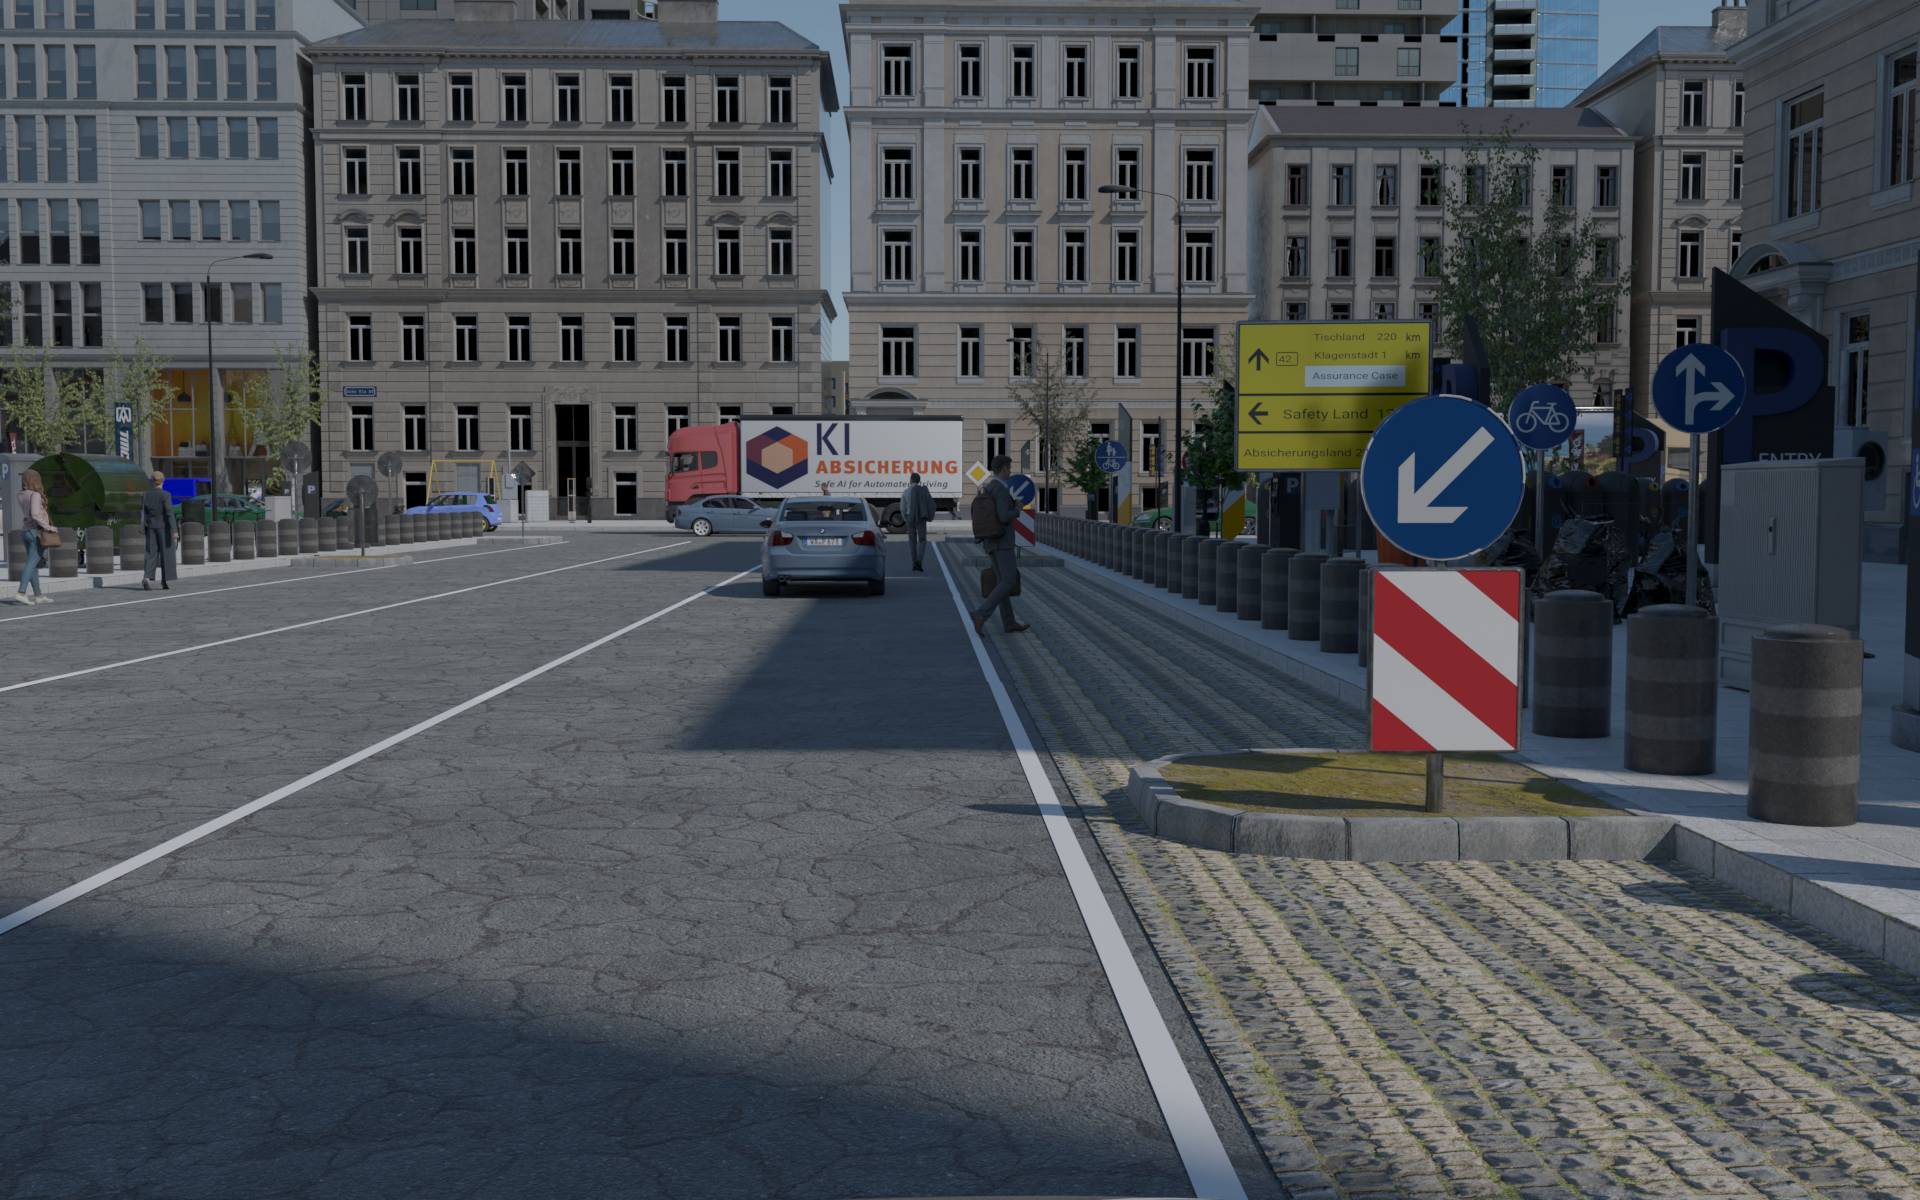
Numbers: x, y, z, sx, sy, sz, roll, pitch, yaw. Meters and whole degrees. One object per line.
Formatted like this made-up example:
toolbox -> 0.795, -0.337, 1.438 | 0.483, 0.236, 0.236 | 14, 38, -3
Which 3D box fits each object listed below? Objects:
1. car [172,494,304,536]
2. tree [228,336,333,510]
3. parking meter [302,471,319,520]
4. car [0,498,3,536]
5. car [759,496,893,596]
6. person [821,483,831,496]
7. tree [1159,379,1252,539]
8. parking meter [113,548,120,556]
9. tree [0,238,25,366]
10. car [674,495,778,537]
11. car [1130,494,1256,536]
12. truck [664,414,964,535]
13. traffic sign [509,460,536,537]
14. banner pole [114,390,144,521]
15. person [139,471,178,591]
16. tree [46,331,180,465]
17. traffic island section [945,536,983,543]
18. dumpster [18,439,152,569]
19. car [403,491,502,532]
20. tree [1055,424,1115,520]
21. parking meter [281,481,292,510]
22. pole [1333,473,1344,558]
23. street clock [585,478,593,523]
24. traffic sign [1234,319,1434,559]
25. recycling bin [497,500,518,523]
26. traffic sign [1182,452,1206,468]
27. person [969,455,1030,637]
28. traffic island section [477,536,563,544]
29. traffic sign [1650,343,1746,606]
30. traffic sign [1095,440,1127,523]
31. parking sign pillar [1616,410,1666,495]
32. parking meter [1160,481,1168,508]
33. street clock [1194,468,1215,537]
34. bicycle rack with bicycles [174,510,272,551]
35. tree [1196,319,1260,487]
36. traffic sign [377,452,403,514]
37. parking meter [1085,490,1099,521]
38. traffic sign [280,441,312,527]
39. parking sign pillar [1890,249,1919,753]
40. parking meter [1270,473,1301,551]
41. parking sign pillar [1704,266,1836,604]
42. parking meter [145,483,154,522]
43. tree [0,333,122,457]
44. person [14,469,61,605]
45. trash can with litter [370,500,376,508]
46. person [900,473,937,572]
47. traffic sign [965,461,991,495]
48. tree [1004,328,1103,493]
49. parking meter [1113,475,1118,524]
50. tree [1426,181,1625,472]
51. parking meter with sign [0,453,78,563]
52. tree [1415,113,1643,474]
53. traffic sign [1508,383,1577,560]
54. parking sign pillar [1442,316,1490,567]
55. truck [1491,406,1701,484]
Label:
car -> -23.903, -2.783, 57.304 | 4.920, 1.459, 2.131 | 0, 4, -3
tree -> -31.239, -7.948, 80.320 | 4.737, 8.622, 4.395 | 0, 3, 0
parking meter -> -16.595, -2.358, 44.260 | 0.399, 1.863, 0.255 | -2, 4, -26
car -> -29.694, -2.652, 55.727 | 4.827, 1.381, 2.083 | 0, 4, 0
car -> -1.998, -0.840, 25.742 | 2.014, 1.417, 4.499 | 0, 4, -3
person -> -4.588, -3.072, 58.849 | 0.434, 1.807, 0.598 | 1, 4, 16
tree -> 4.448, -2.105, 29.015 | 1.663, 3.219, 1.824 | 0, 3, 0
parking meter -> -17.482, -1.685, 35.968 | 0.372, 1.533, 0.369 | 0, 3, 0
tree -> -24.574, -5.568, 41.394 | 4.360, 8.622, 3.978 | 0, 3, 0
car -> -7.446, -2.870, 58.924 | 4.499, 1.417, 2.014 | 0, 4, -3
car -> 8.200, -2.845, 58.311 | 4.920, 1.459, 2.131 | 0, 4, -1
truck -> -5.545, -4.489, 62.301 | 11.283, 4.237, 2.839 | 0, 4, -3
traffic sign -> -12.952, -2.915, 51.299 | 0.795, 2.450, 0.064 | 0, 4, -2
banner pole -> -19.956, -3.162, 41.718 | 0.401, 3.779, 0.863 | 2, 4, 33
person -> -11.937, -1.033, 25.815 | 0.576, 1.772, 0.534 | -1, 4, -11
tree -> -37.273, -7.779, 77.545 | 4.737, 8.622, 4.395 | 0, 3, 0
traffic island section -> 0.561, -1.801, 51.728 | 2.009, 0.180, 2.903 | 0, 4, -2
dumpster -> -15.354, -1.710, 30.445 | 1.502, 2.255, 1.985 | 0, 4, -2
car -> -19.249, -3.419, 65.490 | 3.694, 1.707, 1.945 | 0, 4, -2
tree -> 3.454, -3.249, 47.724 | 1.663, 3.219, 1.824 | 0, 3, 0
parking meter -> -29.758, -4.330, 76.509 | 0.399, 1.863, 0.255 | -2, 4, -27
pole -> 7.410, -2.451, 33.914 | 0.158, 3.312, 0.155 | 0, 3, 0
street clock -> -16.328, -4.386, 76.279 | 0.358, 2.002, 0.471 | -1, 4, -13
traffic sign -> 4.357, -1.616, 20.293 | 2.265, 3.308, 0.079 | 0, 4, 6
recycling bin -> -20.061, -3.928, 76.773 | 0.722, 1.027, 0.722 | 1, 4, 10
traffic sign -> 6.422, -2.885, 47.274 | 0.768, 2.556, 0.104 | 0, 4, 0
person -> 0.377, -0.561, 17.640 | 0.822, 1.834, 0.622 | -2, 4, -31
traffic island section -> -12.975, -1.779, 51.360 | 2.009, 0.180, 2.903 | 0, 4, -2
traffic sign -> 6.234, -0.893, 14.715 | 0.768, 2.556, 0.104 | 0, 4, 8
traffic sign -> 3.581, -2.506, 41.074 | 0.768, 2.556, 0.104 | 0, 4, 7
parking sign pillar -> 19.971, -3.813, 50.821 | 1.447, 3.967, 1.447 | 3, 5, 41
parking meter -> 9.048, -4.362, 77.025 | 0.399, 1.863, 0.255 | 0, 4, -4
street clock -> 4.406, -1.625, 31.141 | 0.471, 2.002, 0.358 | 1, 4, 14
bicycle rack with bicycles -> -16.949, -1.581, 39.226 | 2.852, 0.926, 2.925 | -1, 4, -22
tree -> 12.235, -7.534, 73.544 | 4.737, 8.622, 4.395 | 0, 3, 0
traffic sign -> -17.200, -3.190, 52.267 | 0.768, 2.556, 0.104 | 0, 4, 2
parking meter -> 3.773, -2.516, 49.544 | 0.372, 1.533, 0.369 | 0, 3, 0
traffic sign -> -16.057, -2.556, 41.898 | 0.768, 2.556, 0.104 | 0, 3, 0
parking sign pillar -> 5.468, -1.227, 8.537 | 1.447, 3.967, 1.447 | 1, 4, 19
parking meter -> 4.333, -1.054, 22.939 | 0.399, 1.863, 0.255 | -1, 4, -13
parking sign pillar -> 9.549, -1.954, 20.417 | 1.447, 3.967, 1.447 | 1, 4, 9
parking meter -> -18.687, -1.940, 40.129 | 0.372, 1.533, 0.369 | 0, 3, 0
tree -> -42.482, -7.939, 80.169 | 4.737, 8.622, 4.395 | 0, 3, 0
person -> -12.096, -0.823, 22.550 | 0.593, 1.750, 0.643 | 2, 4, 32
trash can with litter -> -26.853, -4.171, 79.259 | 1.678, 1.210, 2.233 | -2, 4, -35
person -> -0.773, -1.444, 32.216 | 0.679, 1.850, 0.850 | 0, 4, 3
traffic sign -> 0.538, -2.936, 51.650 | 0.795, 2.450, 0.064 | 0, 4, -2
tree -> 4.119, -7.768, 77.367 | 4.360, 8.622, 3.978 | 0, 3, 0
parking meter -> 4.527, -2.652, 49.069 | 0.399, 1.863, 0.255 | 3, 5, 39
tree -> 13.117, -5.501, 40.305 | 4.360, 8.622, 3.978 | 0, 3, 0
parking meter with sign -> -17.554, -2.218, 32.526 | 0.543, 3.016, 1.738 | 3, 4, 36
tree -> 10.694, -5.104, 33.811 | 4.737, 8.622, 4.395 | 0, 3, 0
traffic sign -> 6.699, -1.217, 20.000 | 0.768, 2.556, 0.104 | 0, 4, 7
parking sign pillar -> 7.480, -2.272, 25.616 | 1.447, 3.967, 1.447 | 0, 4, 5
truck -> 18.825, -4.125, 56.364 | 11.283, 4.237, 2.839 | 0, 4, -1
